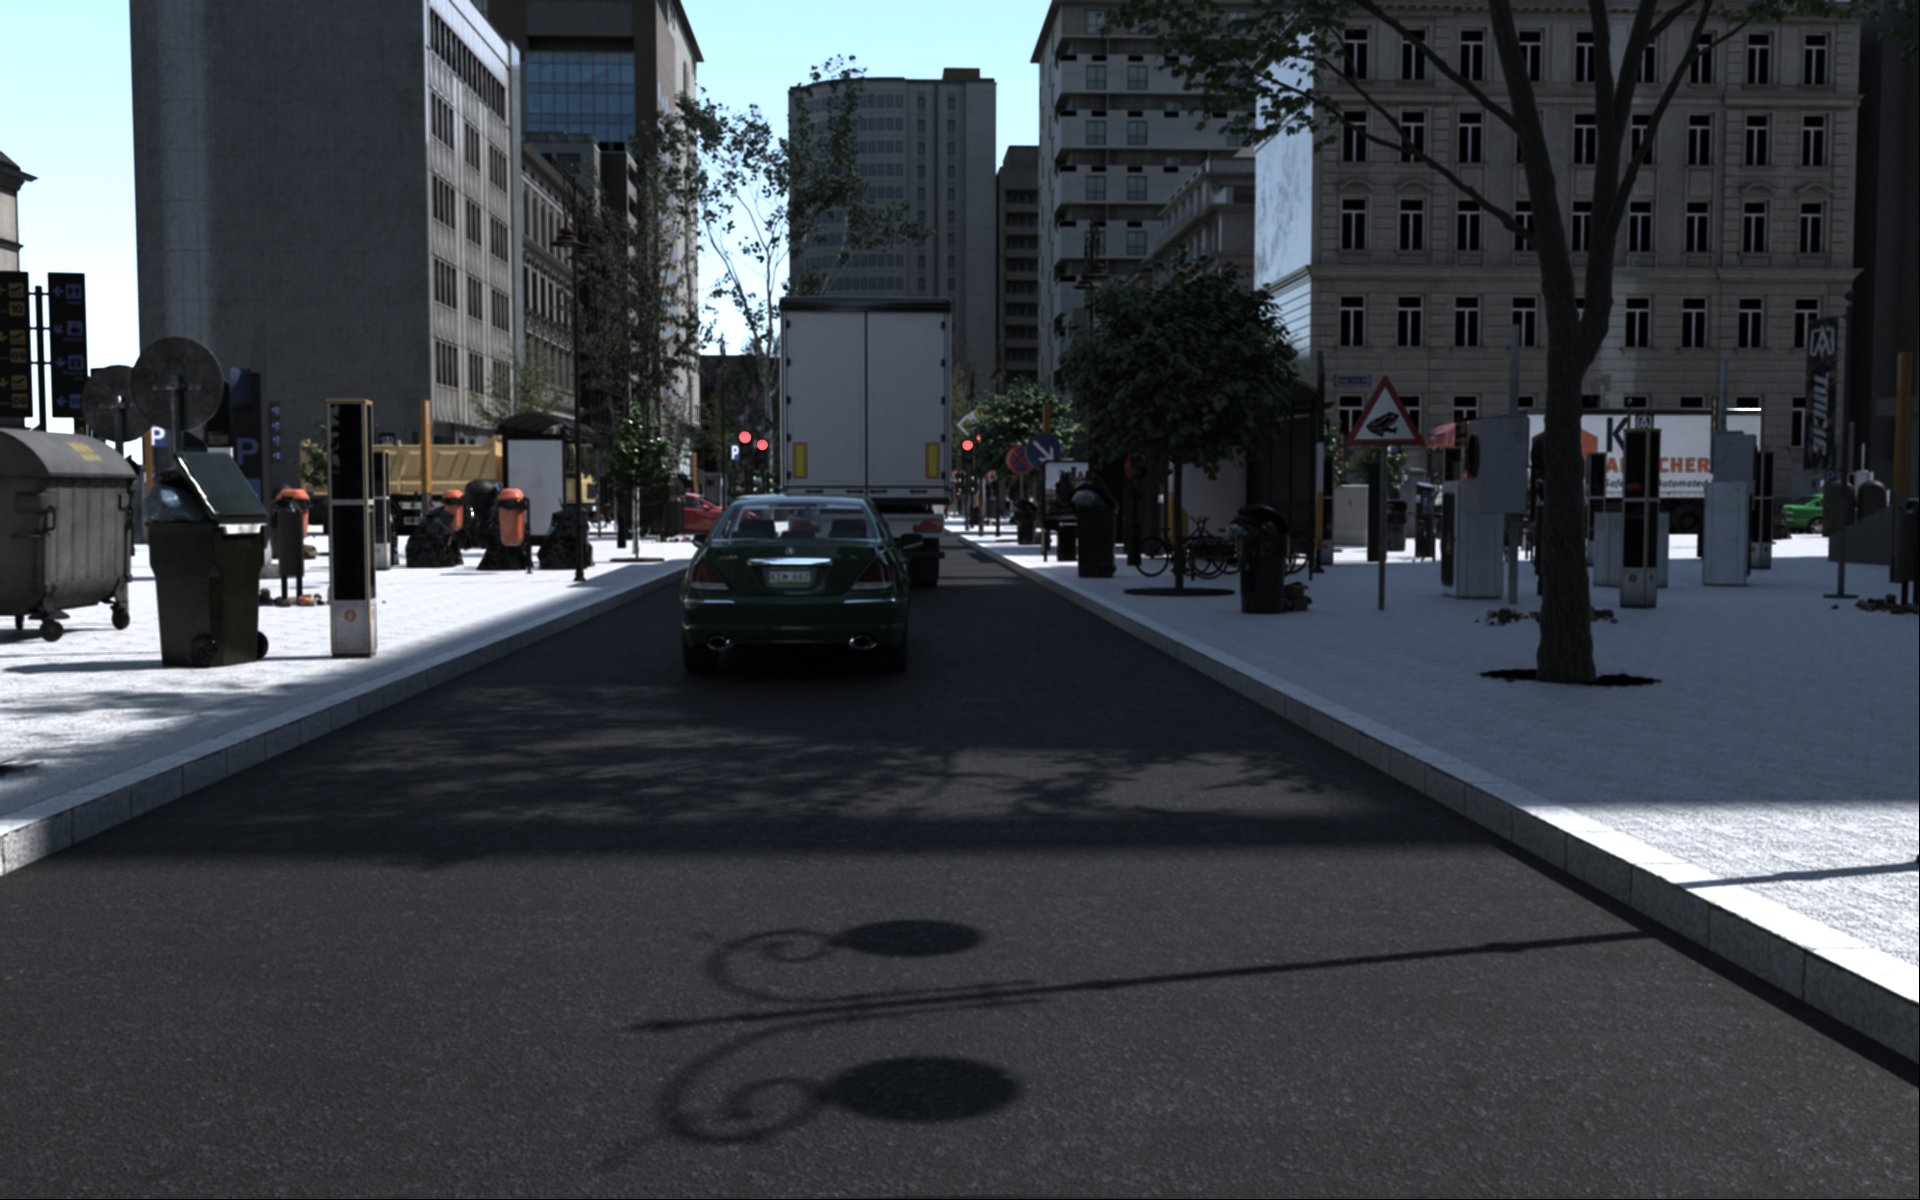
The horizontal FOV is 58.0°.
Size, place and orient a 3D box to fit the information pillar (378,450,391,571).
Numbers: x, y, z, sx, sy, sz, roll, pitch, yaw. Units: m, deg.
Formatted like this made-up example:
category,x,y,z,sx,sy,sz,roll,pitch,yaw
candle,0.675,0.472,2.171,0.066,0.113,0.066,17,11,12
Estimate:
category,x,y,z,sx,sy,sz,roll,pitch,yaw
information pillar,-9.771,-1.506,29.116,0.304,2.012,0.304,0,4,-6

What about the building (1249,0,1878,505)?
category,x,y,z,sx,sy,sz,roll,pitch,yaw
building,26.991,-17.359,81.076,25.104,27.353,12.463,0,4,-3

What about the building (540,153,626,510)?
category,x,y,z,sx,sy,sz,roll,pitch,yaw
building,-30.713,-17.806,120.805,12.332,23.373,15.834,0,4,-3

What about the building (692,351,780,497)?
category,x,y,z,sx,sy,sz,roll,pitch,yaw
building,-38.764,-24.493,245.505,28.899,21.520,27.650,0,4,-3

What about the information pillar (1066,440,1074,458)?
category,x,y,z,sx,sy,sz,roll,pitch,yaw
information pillar,4.603,-4.976,72.704,0.183,3.616,0.504,-2,4,-27

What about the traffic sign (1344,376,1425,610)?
category,x,y,z,sx,sy,sz,roll,pitch,yaw
traffic sign,4.665,-1.168,19.100,0.884,2.594,0.081,0,4,2

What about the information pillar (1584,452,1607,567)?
category,x,y,z,sx,sy,sz,roll,pitch,yaw
information pillar,11.263,-1.602,30.689,0.304,2.012,0.304,1,4,13

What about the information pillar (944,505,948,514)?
category,x,y,z,sx,sy,sz,roll,pitch,yaw
information pillar,-0.977,-7.224,109.463,0.504,3.616,0.183,-2,4,-32

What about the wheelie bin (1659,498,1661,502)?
category,x,y,z,sx,sy,sz,roll,pitch,yaw
wheelie bin,19.880,-2.598,50.391,0.980,1.594,0.693,-3,4,-39

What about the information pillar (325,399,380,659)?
category,x,y,z,sx,sy,sz,roll,pitch,yaw
information pillar,-4.775,-0.557,13.600,0.304,2.012,0.304,-1,4,-9

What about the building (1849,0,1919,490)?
category,x,y,z,sx,sy,sz,roll,pitch,yaw
building,52.284,-17.697,82.845,24.014,27.812,14.314,0,4,-3

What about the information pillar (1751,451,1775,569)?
category,x,y,z,sx,sy,sz,roll,pitch,yaw
information pillar,13.690,-1.539,29.651,0.304,2.012,0.304,-2,4,-29

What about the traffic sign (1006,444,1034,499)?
category,x,y,z,sx,sy,sz,roll,pitch,yaw
traffic sign,1.574,-2.713,44.468,0.768,2.556,0.104,0,4,3

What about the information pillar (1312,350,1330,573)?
category,x,y,z,sx,sy,sz,roll,pitch,yaw
information pillar,5.837,-2.248,28.102,0.183,3.616,0.504,0,4,7

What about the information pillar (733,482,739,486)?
category,x,y,z,sx,sy,sz,roll,pitch,yaw
information pillar,-13.127,-5.938,101.582,0.304,2.012,0.304,-1,4,-21

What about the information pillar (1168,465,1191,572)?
category,x,y,z,sx,sy,sz,roll,pitch,yaw
information pillar,3.587,-2.263,28.358,0.183,3.616,0.504,3,5,41

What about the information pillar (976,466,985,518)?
category,x,y,z,sx,sy,sz,roll,pitch,yaw
information pillar,1.090,-6.119,91.408,0.504,3.616,0.183,1,4,12

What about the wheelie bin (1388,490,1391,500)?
category,x,y,z,sx,sy,sz,roll,pitch,yaw
wheelie bin,12.786,-2.765,53.121,0.980,1.594,0.693,3,5,44

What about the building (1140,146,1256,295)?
category,x,y,z,sx,sy,sz,roll,pitch,yaw
building,19.314,-16.099,105.026,13.314,21.916,24.055,0,4,-3

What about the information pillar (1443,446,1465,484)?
category,x,y,z,sx,sy,sz,roll,pitch,yaw
information pillar,7.663,-1.372,26.925,0.304,2.012,0.304,1,4,21

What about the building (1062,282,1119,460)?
category,x,y,z,sx,sy,sz,roll,pitch,yaw
building,24.540,-19.027,156.127,27.650,21.520,28.899,0,4,-3

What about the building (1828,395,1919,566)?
category,x,y,z,sx,sy,sz,roll,pitch,yaw
building,32.990,-20.416,25.682,32.217,40.220,23.993,0,4,-3

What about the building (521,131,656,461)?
category,x,y,z,sx,sy,sz,roll,pitch,yaw
building,-32.852,-22.630,141.700,14.160,30.474,14.107,0,4,-3

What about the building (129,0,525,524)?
category,x,y,z,sx,sy,sz,roll,pitch,yaw
building,-28.884,-16.173,82.450,12.078,24.808,19.932,0,4,-3

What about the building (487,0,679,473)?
category,x,y,z,sx,sy,sz,roll,pitch,yaw
building,-33.133,-30.909,155.475,14.600,45.320,14.200,0,4,-3

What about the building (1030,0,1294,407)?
category,x,y,z,sx,sy,sz,roll,pitch,yaw
building,22.858,-36.332,183.269,28.713,52.752,27.495,0,4,-3

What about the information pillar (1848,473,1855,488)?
category,x,y,z,sx,sy,sz,roll,pitch,yaw
information pillar,31.498,-3.483,61.444,0.304,2.012,0.304,-1,4,-17

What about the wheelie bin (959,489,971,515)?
category,x,y,z,sx,sy,sz,roll,pitch,yaw
wheelie bin,0.382,-5.939,105.018,0.980,1.594,0.693,-1,4,-17

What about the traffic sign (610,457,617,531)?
category,x,y,z,sx,sy,sz,roll,pitch,yaw
traffic sign,-11.871,-3.639,59.610,0.768,2.556,0.104,0,4,-2

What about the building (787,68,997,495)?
category,x,y,z,sx,sy,sz,roll,pitch,yaw
building,-9.637,-42.840,242.425,28.212,58.520,21.231,0,4,-3

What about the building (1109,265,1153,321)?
category,x,y,z,sx,sy,sz,roll,pitch,yaw
building,16.692,-16.052,127.071,10.561,19.102,19.286,0,4,-3

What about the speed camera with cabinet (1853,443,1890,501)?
category,x,y,z,sx,sy,sz,roll,pitch,yaw
speed camera with cabinet,35.950,-4.475,67.503,2.038,3.252,0.660,2,4,35

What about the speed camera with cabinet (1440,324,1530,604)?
category,x,y,z,sx,sy,sz,roll,pitch,yaw
speed camera with cabinet,6.334,-1.630,20.983,0.660,3.252,2.038,0,4,4

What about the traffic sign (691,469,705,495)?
category,x,y,z,sx,sy,sz,roll,pitch,yaw
traffic sign,-13.110,-5.308,86.890,0.768,2.556,0.104,0,4,-1

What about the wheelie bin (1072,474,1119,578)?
category,x,y,z,sx,sy,sz,roll,pitch,yaw
wheelie bin,2.094,-1.153,26.756,0.693,1.594,0.980,1,4,9

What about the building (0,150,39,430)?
category,x,y,z,sx,sy,sz,roll,pitch,yaw
building,-53.076,-12.980,76.858,19.286,19.102,10.561,0,4,-3

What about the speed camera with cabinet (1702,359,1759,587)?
category,x,y,z,sx,sy,sz,roll,pitch,yaw
speed camera with cabinet,11.079,-1.866,24.846,0.660,3.252,2.038,2,4,27

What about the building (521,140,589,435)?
category,x,y,z,sx,sy,sz,roll,pitch,yaw
building,-29.098,-16.749,102.731,11.050,23.489,19.941,0,4,-3

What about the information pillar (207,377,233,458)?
category,x,y,z,sx,sy,sz,roll,pitch,yaw
information pillar,-13.145,-2.411,30.771,0.504,3.616,0.183,1,4,13

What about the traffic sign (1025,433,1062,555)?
category,x,y,z,sx,sy,sz,roll,pitch,yaw
traffic sign,1.742,-2.208,36.203,0.768,2.556,0.104,0,4,1

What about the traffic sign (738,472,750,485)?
category,x,y,z,sx,sy,sz,roll,pitch,yaw
traffic sign,-12.455,-6.109,99.991,0.768,2.556,0.104,0,4,-1

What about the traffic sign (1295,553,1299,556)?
category,x,y,z,sx,sy,sz,roll,pitch,yaw
traffic sign,6.822,-2.131,34.942,0.768,2.556,0.104,0,4,-2

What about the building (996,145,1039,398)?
category,x,y,z,sx,sy,sz,roll,pitch,yaw
building,15.291,-37.926,243.795,21.600,48.544,21.300,0,4,-3

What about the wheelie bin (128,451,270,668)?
category,x,y,z,sx,sy,sz,roll,pitch,yaw
wheelie bin,-5.699,-0.314,13.048,0.693,1.594,0.980,1,4,13

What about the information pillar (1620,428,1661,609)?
category,x,y,z,sx,sy,sz,roll,pitch,yaw
information pillar,7.665,-0.919,19.517,0.304,2.012,0.304,-3,5,-44

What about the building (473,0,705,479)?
category,x,y,z,sx,sy,sz,roll,pitch,yaw
building,-41.692,-36.186,180.886,27.495,52.752,28.713,0,4,-3

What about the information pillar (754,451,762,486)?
category,x,y,z,sx,sy,sz,roll,pitch,yaw
information pillar,-9.919,-5.733,85.082,0.504,3.616,0.183,0,4,-8

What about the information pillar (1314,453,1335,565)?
category,x,y,z,sx,sy,sz,roll,pitch,yaw
information pillar,6.588,-1.641,31.315,0.304,2.012,0.304,0,4,3

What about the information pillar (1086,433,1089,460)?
category,x,y,z,sx,sy,sz,roll,pitch,yaw
information pillar,4.918,-4.604,66.626,0.183,3.616,0.504,0,4,-2

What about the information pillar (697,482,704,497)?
category,x,y,z,sx,sy,sz,roll,pitch,yaw
information pillar,-13.413,-5.209,89.660,0.304,2.012,0.304,0,3,0
